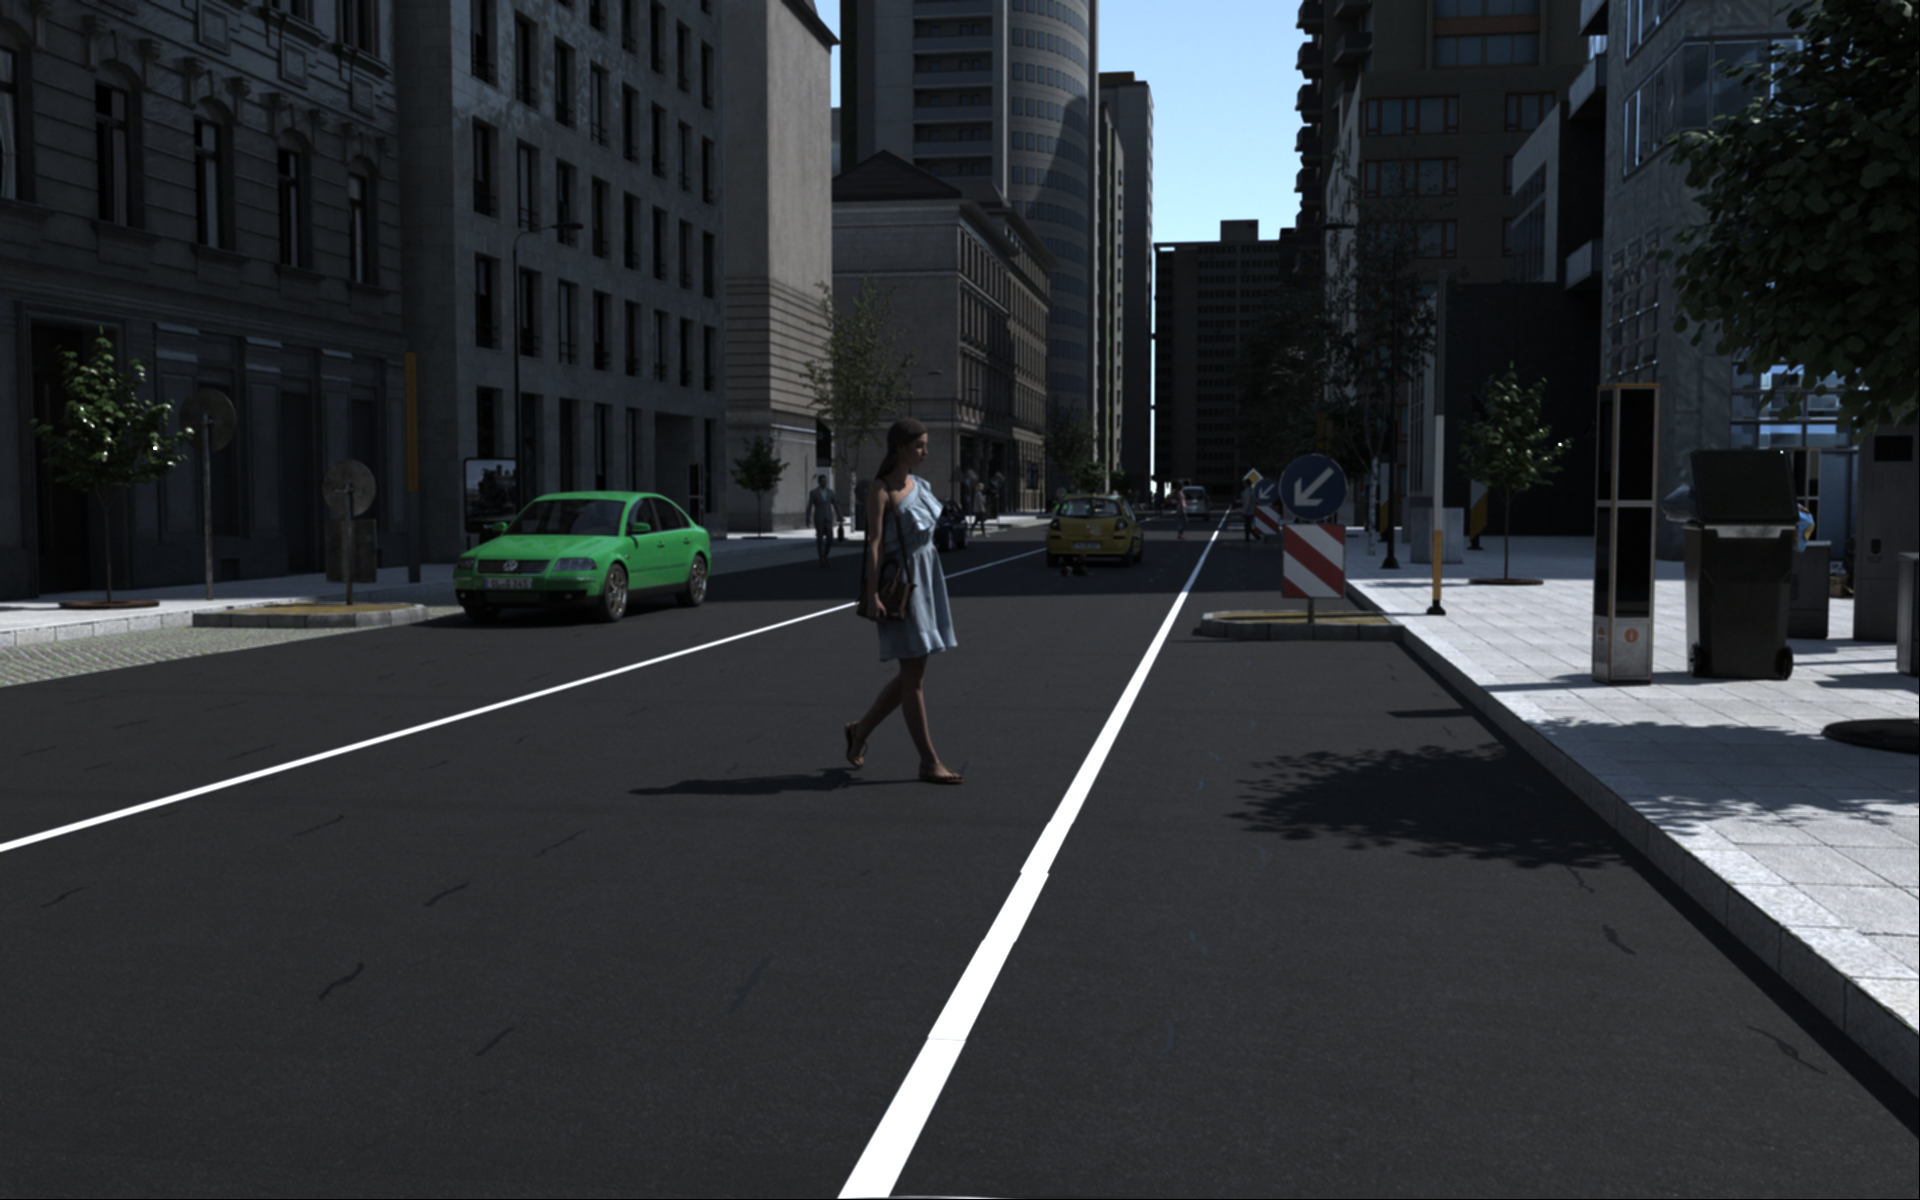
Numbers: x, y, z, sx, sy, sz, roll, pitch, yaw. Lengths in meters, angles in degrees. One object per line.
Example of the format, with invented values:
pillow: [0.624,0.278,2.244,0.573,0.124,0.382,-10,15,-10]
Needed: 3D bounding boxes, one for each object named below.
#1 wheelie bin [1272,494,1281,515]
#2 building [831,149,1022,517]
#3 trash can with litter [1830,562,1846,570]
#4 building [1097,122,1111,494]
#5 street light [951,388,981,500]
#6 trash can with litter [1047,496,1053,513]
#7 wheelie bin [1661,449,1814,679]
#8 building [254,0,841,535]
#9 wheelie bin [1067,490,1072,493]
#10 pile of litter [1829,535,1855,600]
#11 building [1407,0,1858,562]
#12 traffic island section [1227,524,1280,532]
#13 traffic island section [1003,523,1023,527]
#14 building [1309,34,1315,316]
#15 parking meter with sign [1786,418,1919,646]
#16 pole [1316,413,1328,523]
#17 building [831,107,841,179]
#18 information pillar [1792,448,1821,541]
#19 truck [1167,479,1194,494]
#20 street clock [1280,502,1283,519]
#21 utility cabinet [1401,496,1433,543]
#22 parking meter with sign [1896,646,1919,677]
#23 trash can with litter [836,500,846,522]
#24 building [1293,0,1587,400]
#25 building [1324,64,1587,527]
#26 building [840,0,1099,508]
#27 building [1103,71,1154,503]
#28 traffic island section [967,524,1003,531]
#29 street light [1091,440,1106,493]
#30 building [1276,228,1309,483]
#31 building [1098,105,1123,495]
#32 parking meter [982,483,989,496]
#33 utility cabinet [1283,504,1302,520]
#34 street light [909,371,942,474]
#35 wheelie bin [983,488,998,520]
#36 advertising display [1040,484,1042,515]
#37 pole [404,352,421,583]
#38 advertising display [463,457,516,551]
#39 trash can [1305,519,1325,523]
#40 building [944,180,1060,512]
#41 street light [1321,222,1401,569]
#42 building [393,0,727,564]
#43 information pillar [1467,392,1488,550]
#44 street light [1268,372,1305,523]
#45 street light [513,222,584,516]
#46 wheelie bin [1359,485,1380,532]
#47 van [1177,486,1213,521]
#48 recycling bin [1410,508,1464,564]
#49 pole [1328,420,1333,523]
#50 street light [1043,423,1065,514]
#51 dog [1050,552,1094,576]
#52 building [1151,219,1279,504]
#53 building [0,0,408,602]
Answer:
wheelie bin: [19.877,-6.160,108.626,0.693,1.594,0.980,1,4,22]
building: [-4.221,-15.163,98.821,10.553,20.767,40.483,1,4,9]
trash can with litter: [15.609,-1.152,29.889,2.233,1.210,1.678,-2,4,-32]
building: [8.613,-30.741,186.213,14.154,41.232,14.086,1,4,9]
street light: [0.209,-6.325,75.962,1.470,5.913,1.316,1,4,9]
trash can with litter: [6.242,-6.627,119.735,0.624,1.170,1.055,-1,4,-16]
wheelie bin: [5.451,-0.264,12.224,0.980,1.594,0.693,1,4,11]
building: [-14.337,-13.095,63.260,18.267,20.994,9.793,1,4,9]
wheelie bin: [7.929,-7.261,126.630,0.693,1.594,0.980,1,4,20]
pile of litter: [11.067,-0.477,21.764,1.176,0.858,1.719,3,5,40]
building: [25.022,-44.738,44.131,22.319,86.520,31.000,1,4,9]
traffic island section: [11.243,-2.696,66.356,2.009,0.180,2.903,1,4,9]
traffic island section: [1.652,-3.284,75.976,2.009,0.180,2.903,1,4,9]
building: [42.626,-44.646,168.208,20.563,71.187,20.611,1,4,9]
parking meter with sign: [8.164,-1.149,15.050,1.738,3.016,0.543,2,4,26]
pole: [9.041,-3.036,43.483,0.158,3.312,0.155,0,3,0]
building: [-16.911,-36.598,217.982,30.456,49.044,23.786,1,4,9]
information pillar: [13.553,-1.425,27.790,0.304,2.012,0.304,-2,4,-26]
truck: [28.188,-13.755,220.825,3.469,3.379,9.791,1,4,9]
street clock: [16.578,-5.155,88.857,0.358,2.002,0.471,3,5,43]
utility cabinet: [12.010,-2.098,45.462,1.020,1.237,0.306,-3,4,-39]
parking meter with sign: [7.532,-0.962,11.996,1.738,3.016,0.543,1,4,13]
trash can with litter: [-5.655,-4.086,78.189,0.624,1.170,1.055,2,4,34]
building: [34.953,-28.582,121.938,22.147,44.769,28.867,1,4,9]
building: [32.818,-14.532,82.636,28.899,21.520,27.650,1,4,9]
building: [1.574,-38.130,165.424,21.231,58.520,28.212,1,4,9]
building: [13.084,-43.093,246.573,28.212,58.520,21.231,1,4,9]
traffic island section: [0.390,-2.802,68.091,2.009,0.180,2.903,1,4,9]
street light: [11.831,-10.773,148.681,1.470,5.913,1.316,1,4,9]
building: [41.563,-25.477,188.243,14.160,30.474,14.107,1,4,9]
building: [8.900,-36.139,214.579,21.600,48.544,21.300,1,4,9]
parking meter: [1.341,-5.265,91.786,0.255,1.863,0.399,2,4,35]
utility cabinet: [16.600,-4.595,86.284,1.020,1.237,0.306,3,5,40]
street light: [-1.364,-5.697,65.692,1.470,5.913,1.316,1,4,9]
wheelie bin: [1.562,-4.842,87.081,0.693,1.594,0.980,3,4,37]
advertising display: [5.066,-6.296,108.149,0.123,1.923,0.974,0,4,3]
pole: [-7.905,-1.905,24.991,0.158,3.312,0.155,0,3,0]
advertising display: [-8.261,-1.554,30.625,0.974,1.923,0.123,-1,4,-17]
trash can: [11.279,-2.652,55.018,0.748,1.137,0.748,0,3,0]
building: [-1.805,-18.394,134.021,16.112,22.955,30.059,1,4,9]
street light: [6.874,-3.497,29.713,1.470,5.913,1.316,1,4,9]
building: [-12.943,-11.342,40.201,10.420,20.320,16.860,1,4,9]
information pillar: [11.914,-2.960,39.750,0.183,3.616,0.504,-2,4,-26]
street light: [12.557,-5.717,66.020,1.470,5.913,1.316,1,4,9]
street light: [-7.105,-3.500,29.768,1.470,5.913,1.316,1,4,9]
wheelie bin: [13.999,-3.108,58.719,0.980,1.594,0.693,0,4,1]
van: [12.663,-5.310,93.826,2.013,2.044,4.112,1,4,10]
recycling bin: [8.814,-1.190,32.012,0.722,1.027,0.722,-1,4,-15]
pole: [10.229,-3.309,47.951,0.158,3.312,0.155,0,3,0]
street light: [6.159,-8.575,112.747,1.470,5.913,1.316,1,4,9]
dog: [1.966,-0.625,30.413,0.748,0.427,0.550,1,4,12]
building: [39.779,-34.022,248.141,23.993,40.220,32.217,1,4,9]
building: [-15.805,-10.587,22.243,9.793,20.994,18.267,1,4,9]
